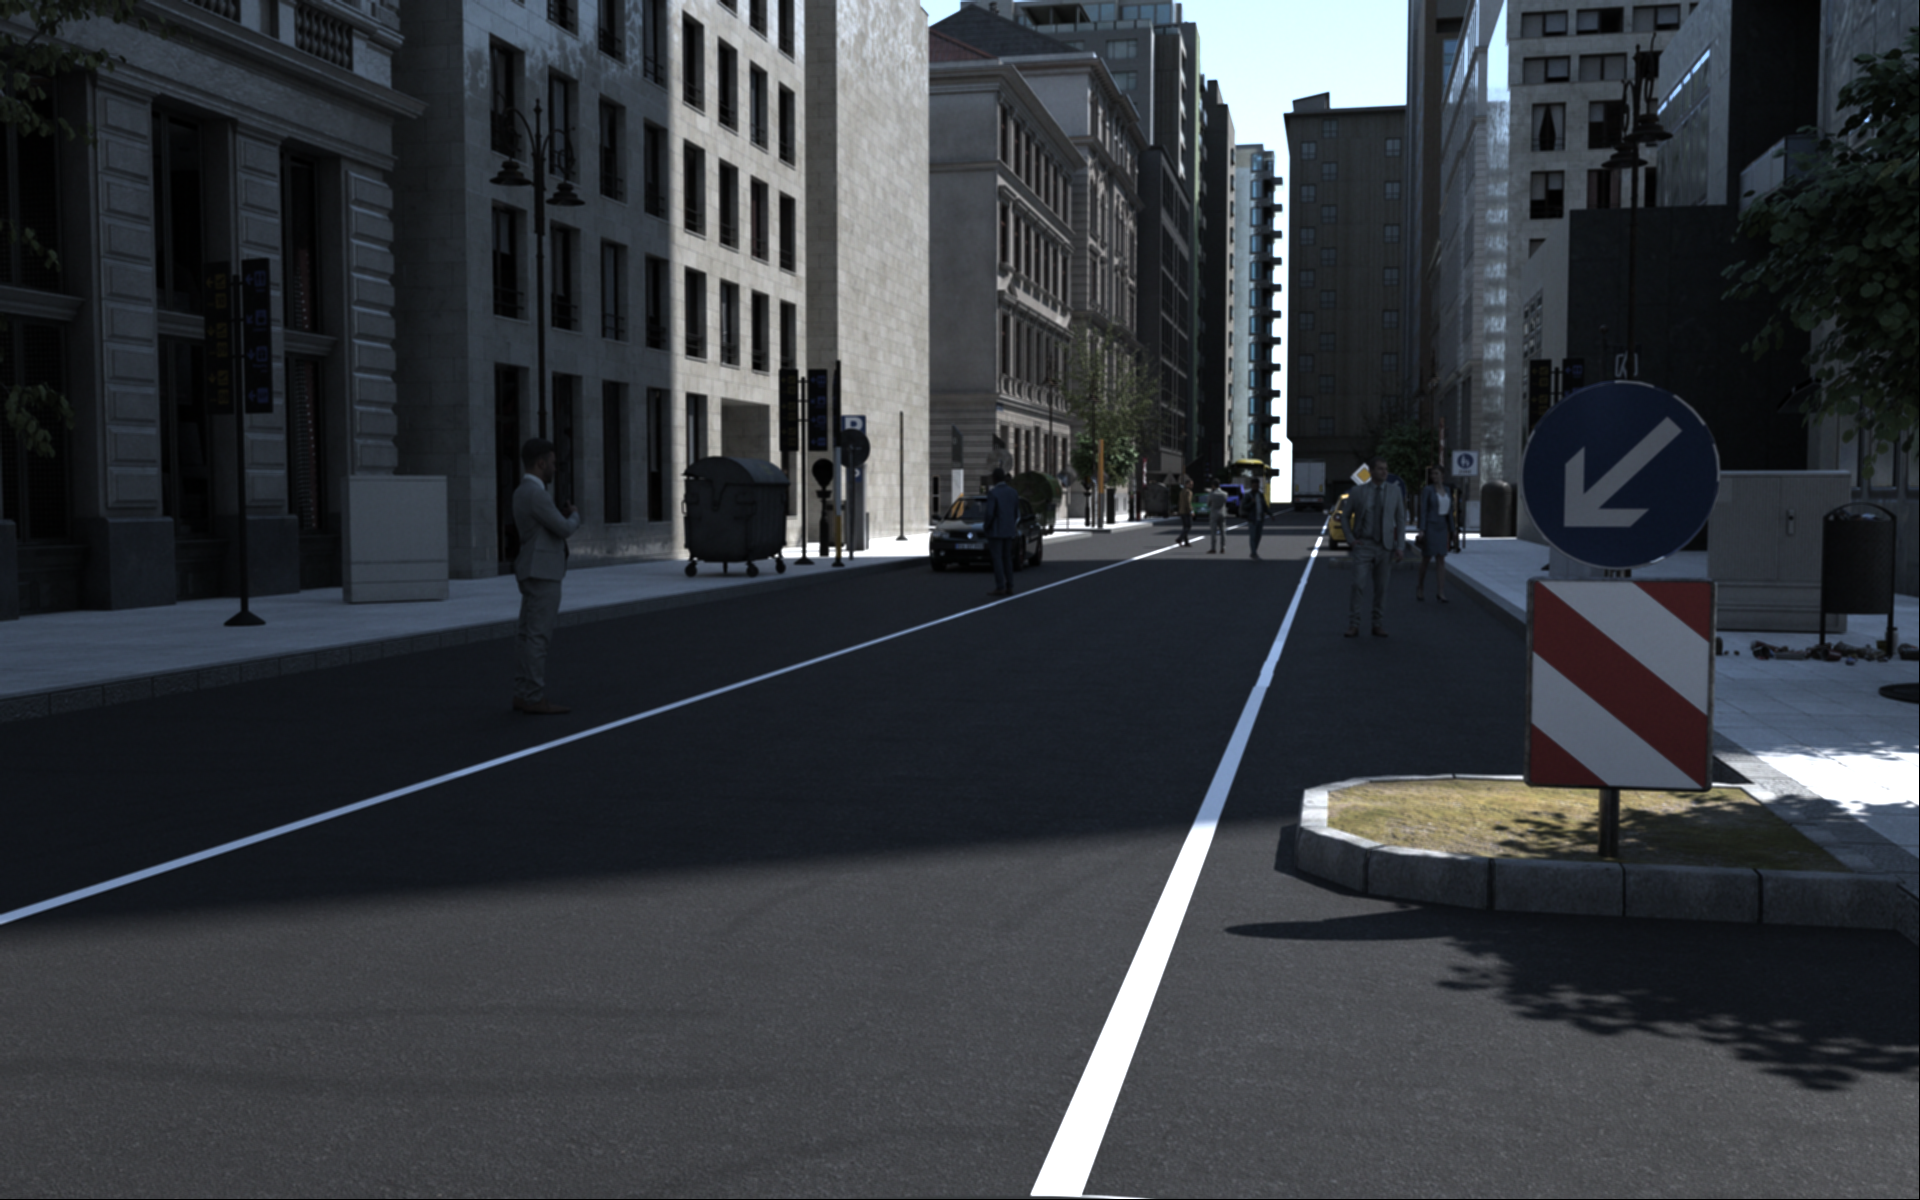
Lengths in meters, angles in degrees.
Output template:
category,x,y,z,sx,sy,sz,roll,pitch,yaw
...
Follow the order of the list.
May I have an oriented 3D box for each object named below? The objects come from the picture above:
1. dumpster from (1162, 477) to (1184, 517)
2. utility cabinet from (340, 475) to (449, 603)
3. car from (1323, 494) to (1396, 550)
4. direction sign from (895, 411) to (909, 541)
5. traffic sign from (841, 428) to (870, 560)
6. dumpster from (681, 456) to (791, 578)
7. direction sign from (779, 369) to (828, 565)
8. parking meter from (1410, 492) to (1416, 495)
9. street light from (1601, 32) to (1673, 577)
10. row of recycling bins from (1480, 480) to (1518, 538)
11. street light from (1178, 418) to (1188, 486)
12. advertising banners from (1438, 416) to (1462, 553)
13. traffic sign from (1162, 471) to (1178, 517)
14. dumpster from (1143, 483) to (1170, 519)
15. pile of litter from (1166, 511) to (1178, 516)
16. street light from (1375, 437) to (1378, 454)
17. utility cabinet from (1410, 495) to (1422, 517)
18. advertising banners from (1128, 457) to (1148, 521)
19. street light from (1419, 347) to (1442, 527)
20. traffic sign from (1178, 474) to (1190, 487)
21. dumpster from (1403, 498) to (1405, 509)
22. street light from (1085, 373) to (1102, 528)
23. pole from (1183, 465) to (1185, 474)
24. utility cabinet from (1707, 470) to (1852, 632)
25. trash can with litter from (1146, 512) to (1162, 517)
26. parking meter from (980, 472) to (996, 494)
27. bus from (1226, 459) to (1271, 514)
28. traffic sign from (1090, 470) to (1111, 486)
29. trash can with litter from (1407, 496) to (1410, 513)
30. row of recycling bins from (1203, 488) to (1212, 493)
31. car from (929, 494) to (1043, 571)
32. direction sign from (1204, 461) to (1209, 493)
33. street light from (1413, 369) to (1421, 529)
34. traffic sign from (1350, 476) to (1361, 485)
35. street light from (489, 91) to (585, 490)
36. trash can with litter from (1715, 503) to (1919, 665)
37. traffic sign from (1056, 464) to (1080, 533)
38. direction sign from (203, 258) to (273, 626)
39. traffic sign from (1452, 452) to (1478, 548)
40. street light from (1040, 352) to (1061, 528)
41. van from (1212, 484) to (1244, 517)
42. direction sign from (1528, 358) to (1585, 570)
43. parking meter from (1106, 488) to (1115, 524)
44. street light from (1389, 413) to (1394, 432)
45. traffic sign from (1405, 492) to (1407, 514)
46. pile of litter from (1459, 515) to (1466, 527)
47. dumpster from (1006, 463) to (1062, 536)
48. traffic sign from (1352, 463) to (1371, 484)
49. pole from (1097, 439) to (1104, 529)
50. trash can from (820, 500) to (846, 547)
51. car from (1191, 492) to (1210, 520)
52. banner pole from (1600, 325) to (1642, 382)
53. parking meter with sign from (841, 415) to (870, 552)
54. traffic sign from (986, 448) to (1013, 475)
category,x,y,z,sx,sy,sz,roll,pitch,yaw
dumpster,11.997,-5.857,98.255,1.502,2.255,1.985,1,4,12
utility cabinet,-6.712,-0.728,20.577,1.173,1.500,0.318,-3,4,-38
car,10.591,-2.167,45.647,2.015,1.641,3.980,1,4,11
direction sign,-1.608,-3.410,47.756,0.379,3.537,0.876,0,4,1
traffic sign,-2.115,-2.047,33.581,0.768,2.556,0.104,1,4,18
dumpster,-3.542,-1.320,27.347,1.264,1.857,1.865,1,4,12
direction sign,-2.844,-2.416,31.505,0.876,3.537,0.379,0,4,3
parking meter,26.313,-5.636,100.564,0.372,1.533,0.369,0,3,0
street light,6.967,-2.764,17.976,0.468,5.910,1.993,1,4,12
row of recycling bins,17.122,-2.734,51.812,3.534,1.692,1.069,-2,4,-25
street light,13.337,-8.008,103.720,0.468,5.910,1.993,1,4,12
advertising banners,10.831,-2.579,38.348,0.090,3.025,2.074,0,4,3
traffic sign,11.609,-5.861,95.830,0.884,2.594,0.081,1,4,16
dumpster,10.292,-5.200,90.785,1.264,1.857,1.865,1,4,12
pile of litter,12.146,-5.292,100.492,1.176,0.858,1.719,2,4,24
street light,32.548,-9.949,135.447,0.468,5.910,1.993,1,4,12
utility cabinet,26.024,-5.314,98.038,1.020,1.237,0.306,0,4,-7
advertising banners,8.416,-5.238,81.823,0.090,3.025,2.074,2,4,31
street light,14.832,-4.994,54.444,0.468,5.910,1.993,1,4,12
traffic sign,14.038,-6.644,108.727,0.768,2.556,0.104,1,4,21
dumpster,23.963,-5.492,95.561,1.264,1.857,1.865,1,4,12
street light,5.100,-5.711,66.171,0.468,5.910,1.993,1,4,12
pole,15.603,-7.774,120.942,0.158,3.312,0.155,0,3,0
utility cabinet,7.604,-0.455,16.120,1.173,1.500,0.318,1,4,20
trash can with litter,10.800,-5.215,96.645,1.055,1.170,0.624,2,4,24
parking meter,0.746,-2.449,45.748,0.399,1.863,0.255,-3,5,-39
bus,21.057,-8.199,125.593,2.896,3.916,12.252,1,4,12
traffic sign,5.277,-3.760,65.123,0.795,2.450,0.064,1,4,12
trash can with litter,30.418,-6.416,116.280,0.624,1.170,1.055,3,4,36
row of recycling bins,17.653,-7.127,123.643,1.069,1.692,3.534,1,4,15
car,0.545,-1.455,33.573,2.009,1.686,4.222,1,4,10
direction sign,16.767,-7.766,118.963,0.379,3.537,0.876,-3,5,-42
street light,16.707,-5.512,62.903,0.468,5.910,1.993,1,4,12
traffic sign,14.598,-3.635,63.075,0.795,2.450,0.064,1,4,12
street light,-4.933,-2.913,20.411,0.468,5.910,1.993,1,4,12
trash can with litter,6.679,-0.165,13.761,2.233,1.210,1.678,1,4,8
traffic sign,3.574,-3.283,57.321,0.795,2.450,0.064,1,4,12
direction sign,-7.014,-1.522,16.881,0.876,3.537,0.379,2,4,26
traffic sign,11.901,-2.368,40.844,0.606,2.300,0.079,1,4,17
street light,2.963,-5.122,56.540,0.468,5.910,1.993,1,4,12
van,16.733,-6.365,108.448,2.240,2.365,5.245,1,4,13
direction sign,9.996,-2.269,29.102,0.876,3.537,0.379,2,4,30
parking meter,6.417,-3.994,73.710,0.372,1.533,0.369,0,3,0
street light,24.586,-7.727,99.120,0.468,5.910,1.993,1,4,12
traffic sign,21.417,-5.080,83.171,0.768,2.556,0.104,1,4,15
pile of litter,19.213,-3.253,67.153,1.176,0.858,1.719,-2,4,-34
dumpster,2.279,-3.130,53.668,1.502,2.255,1.985,1,4,12
traffic sign,12.895,-3.158,55.273,0.795,2.450,0.064,1,4,12
pole,5.221,-4.313,64.368,0.158,3.312,0.155,0,3,0
trash can,-3.038,-1.860,42.067,0.748,1.137,0.748,0,3,0
car,13.405,-5.238,94.437,1.959,1.807,4.718,1,4,12
banner pole,9.682,-2.176,25.595,0.401,3.779,0.863,-2,4,-35
parking meter with sign,-2.327,-2.628,39.232,0.543,3.016,1.738,0,4,2
traffic sign,1.105,-2.953,48.389,0.768,2.556,0.104,1,4,13
